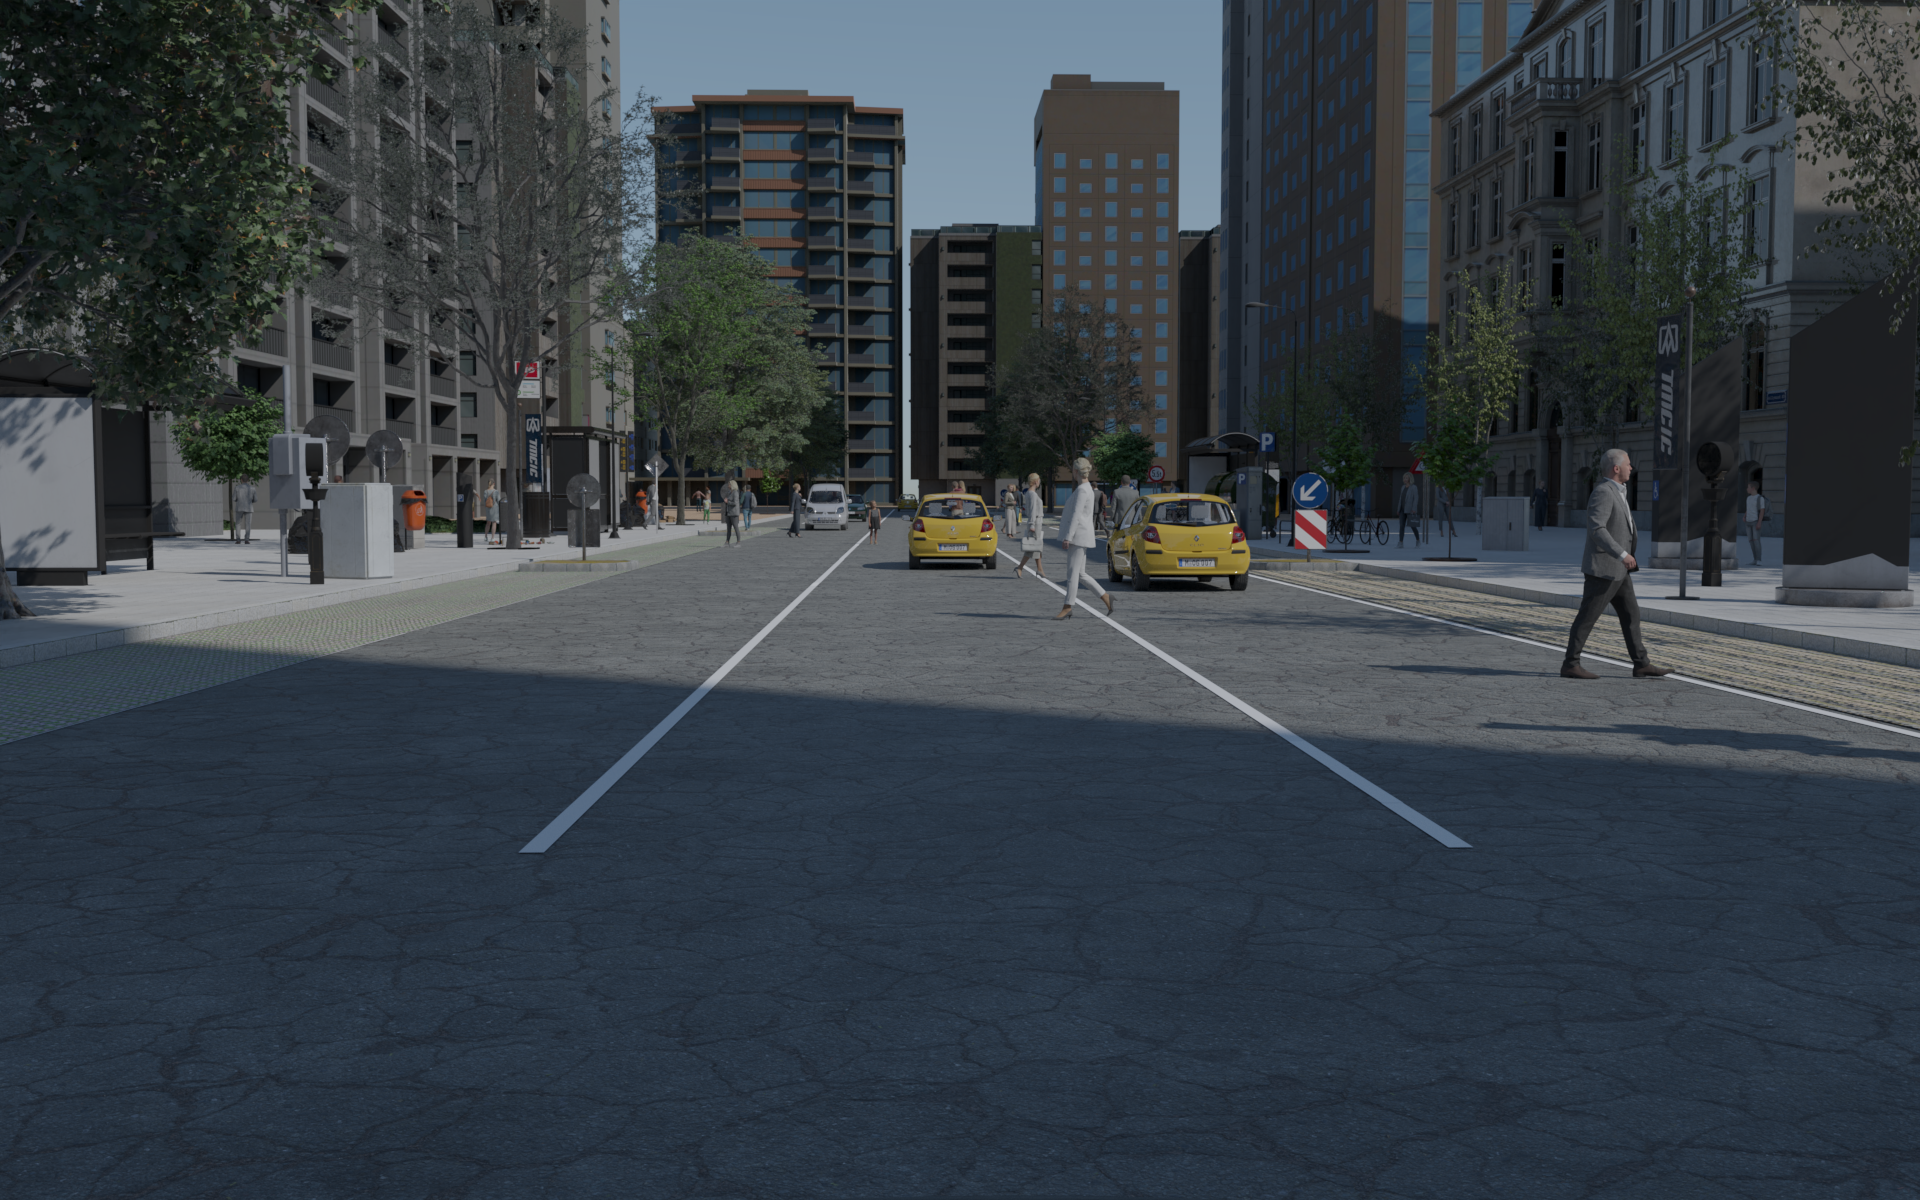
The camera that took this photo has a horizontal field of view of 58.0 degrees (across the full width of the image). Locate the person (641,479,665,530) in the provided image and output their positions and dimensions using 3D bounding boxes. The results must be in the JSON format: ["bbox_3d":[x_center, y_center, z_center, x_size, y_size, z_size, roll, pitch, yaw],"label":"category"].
[{"bbox_3d":[-10.971,-3.412,61.928,0.850,1.850,0.679,-1,4,-15],"label":"person"}]

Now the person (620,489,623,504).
[{"bbox_3d":[-14.216,-4.005,71.694,0.661,1.801,0.590,1,4,17],"label":"person"}]

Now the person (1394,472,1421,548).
[{"bbox_3d":[10.653,-2.121,40.910,0.728,1.800,0.709,-2,4,-27],"label":"person"}]

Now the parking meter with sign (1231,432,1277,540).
[{"bbox_3d":[8.083,-3.196,48.521,1.738,3.016,0.543,-3,5,-40],"label":"parking meter with sign"}]

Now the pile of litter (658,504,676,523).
[{"bbox_3d":[-13.313,-3.930,78.221,1.176,0.858,1.719,2,4,34],"label":"pile of litter"}]

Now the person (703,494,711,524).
[{"bbox_3d":[-10.736,-3.859,73.382,0.306,1.304,0.590,-2,4,-24],"label":"person"}]

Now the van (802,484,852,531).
[{"bbox_3d":[-5.333,-3.816,69.399,2.013,2.044,4.112,0,4,-2],"label":"van"}]

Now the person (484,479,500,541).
[{"bbox_3d":[-12.666,-2.435,46.852,0.512,1.701,0.522,0,4,2],"label":"person"}]

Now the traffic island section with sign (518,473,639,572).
[{"bbox_3d":[-7.125,-1.469,32.647,1.989,1.847,2.006,0,4,-2],"label":"traffic island section with sign"}]

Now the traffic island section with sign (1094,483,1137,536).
[{"bbox_3d":[5.618,-3.150,60.130,1.989,1.847,2.006,0,4,-2],"label":"traffic island section with sign"}]

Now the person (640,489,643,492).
[{"bbox_3d":[-28.860,-9.167,156.376,0.568,1.767,0.683,0,4,1],"label":"person"}]

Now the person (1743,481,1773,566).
[{"bbox_3d":[14.322,-1.377,31.155,0.523,1.515,0.503,-3,5,-43],"label":"person"}]

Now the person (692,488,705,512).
[{"bbox_3d":[-18.924,-7.275,125.692,1.217,1.736,0.721,1,4,20],"label":"person"}]

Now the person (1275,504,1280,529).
[{"bbox_3d":[11.426,-3.187,62.817,0.362,1.253,0.373,1,4,9],"label":"person"}]

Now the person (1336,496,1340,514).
[{"bbox_3d":[15.759,-3.699,71.529,0.505,1.210,0.382,-2,4,-35],"label":"person"}]

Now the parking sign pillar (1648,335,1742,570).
[{"bbox_3d":[12.627,-2.523,29.727,1.447,3.967,1.447,0,4,6],"label":"parking sign pillar"}]

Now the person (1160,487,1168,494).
[{"bbox_3d":[13.784,-6.722,116.680,1.217,1.736,0.721,0,4,7],"label":"person"}]

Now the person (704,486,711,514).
[{"bbox_3d":[-16.163,-6.414,110.919,0.705,1.824,1.348,-1,4,-19],"label":"person"}]

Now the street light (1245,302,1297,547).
[{"bbox_3d":[7.609,-4.258,42.158,1.470,5.913,1.316,0,4,-2],"label":"street light"}]

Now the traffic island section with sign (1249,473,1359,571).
[{"bbox_3d":[6.394,-1.492,33.021,1.989,1.847,2.006,0,4,-2],"label":"traffic island section with sign"}]

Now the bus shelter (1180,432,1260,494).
[{"bbox_3d":[8.962,-4.005,59.411,2.014,3.302,5.546,0,4,-1],"label":"bus shelter"}]

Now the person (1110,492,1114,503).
[{"bbox_3d":[9.077,-5.703,102.508,0.599,1.433,0.991,-1,4,-18],"label":"person"}]

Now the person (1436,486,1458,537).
[{"bbox_3d":[14.610,-2.793,51.986,0.520,1.790,0.573,-3,4,-38],"label":"person"}]

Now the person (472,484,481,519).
[{"bbox_3d":[-23.776,-4.774,84.100,1.348,1.824,0.705,1,4,23],"label":"person"}]

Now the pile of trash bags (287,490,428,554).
[{"bbox_3d":[-13.086,-1.744,38.264,1.912,1.369,3.447,2,4,26],"label":"pile of trash bags"}]

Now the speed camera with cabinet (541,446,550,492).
[{"bbox_3d":[-14.144,-4.093,61.258,2.038,3.252,0.660,2,4,28],"label":"speed camera with cabinet"}]

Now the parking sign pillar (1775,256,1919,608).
[{"bbox_3d":[10.303,-1.933,20.084,1.447,3.967,1.447,2,4,24],"label":"parking sign pillar"}]

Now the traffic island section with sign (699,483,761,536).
[{"bbox_3d":[-7.884,-3.117,59.592,1.989,1.847,2.006,0,4,-2],"label":"traffic island section with sign"}]

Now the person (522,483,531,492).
[{"bbox_3d":[-18.483,-4.110,73.793,0.519,1.759,0.362,-2,4,-25],"label":"person"}]

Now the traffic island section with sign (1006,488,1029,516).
[{"bbox_3d":[4.158,-6.286,111.398,1.989,1.847,2.006,0,4,-2],"label":"traffic island section with sign"}]

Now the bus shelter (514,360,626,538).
[{"bbox_3d":[-12.354,-4.717,54.762,2.179,5.291,8.768,0,4,-2],"label":"bus shelter"}]

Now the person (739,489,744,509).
[{"bbox_3d":[-18.971,-8.754,149.959,0.721,1.735,1.217,0,3,0],"label":"person"}]

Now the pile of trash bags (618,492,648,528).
[{"bbox_3d":[-13.072,-3.546,67.724,1.912,1.369,3.447,1,4,16],"label":"pile of trash bags"}]

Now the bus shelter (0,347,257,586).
[{"bbox_3d":[-12.833,-1.999,26.614,2.014,3.302,5.546,0,4,-2],"label":"bus shelter"}]

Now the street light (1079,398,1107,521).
[{"bbox_3d":[6.420,-6.785,83.476,1.470,5.913,1.316,0,4,-2],"label":"street light"}]

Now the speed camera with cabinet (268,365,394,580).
[{"bbox_3d":[-9.638,-1.969,26.525,2.038,3.252,0.660,2,4,27],"label":"speed camera with cabinet"}]

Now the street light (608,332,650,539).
[{"bbox_3d":[-9.435,-4.726,49.813,1.470,5.913,1.316,0,4,-2],"label":"street light"}]

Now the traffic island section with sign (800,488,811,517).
[{"bbox_3d":[-9.335,-6.222,110.352,1.989,1.847,2.006,0,4,-2],"label":"traffic island section with sign"}]

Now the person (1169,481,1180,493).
[{"bbox_3d":[8.834,-3.988,71.266,0.654,1.822,0.581,-3,4,-37],"label":"person"}]

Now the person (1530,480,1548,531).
[{"bbox_3d":[20.334,-3.320,60.752,0.576,1.772,0.534,-1,4,-12],"label":"person"}]

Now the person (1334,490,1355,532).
[{"bbox_3d":[13.078,-3.206,58.739,0.850,1.792,0.678,-2,4,-32],"label":"person"}]

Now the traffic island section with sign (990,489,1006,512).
[{"bbox_3d":[3.402,-7.934,138.342,1.989,1.847,2.006,0,4,-2],"label":"traffic island section with sign"}]
